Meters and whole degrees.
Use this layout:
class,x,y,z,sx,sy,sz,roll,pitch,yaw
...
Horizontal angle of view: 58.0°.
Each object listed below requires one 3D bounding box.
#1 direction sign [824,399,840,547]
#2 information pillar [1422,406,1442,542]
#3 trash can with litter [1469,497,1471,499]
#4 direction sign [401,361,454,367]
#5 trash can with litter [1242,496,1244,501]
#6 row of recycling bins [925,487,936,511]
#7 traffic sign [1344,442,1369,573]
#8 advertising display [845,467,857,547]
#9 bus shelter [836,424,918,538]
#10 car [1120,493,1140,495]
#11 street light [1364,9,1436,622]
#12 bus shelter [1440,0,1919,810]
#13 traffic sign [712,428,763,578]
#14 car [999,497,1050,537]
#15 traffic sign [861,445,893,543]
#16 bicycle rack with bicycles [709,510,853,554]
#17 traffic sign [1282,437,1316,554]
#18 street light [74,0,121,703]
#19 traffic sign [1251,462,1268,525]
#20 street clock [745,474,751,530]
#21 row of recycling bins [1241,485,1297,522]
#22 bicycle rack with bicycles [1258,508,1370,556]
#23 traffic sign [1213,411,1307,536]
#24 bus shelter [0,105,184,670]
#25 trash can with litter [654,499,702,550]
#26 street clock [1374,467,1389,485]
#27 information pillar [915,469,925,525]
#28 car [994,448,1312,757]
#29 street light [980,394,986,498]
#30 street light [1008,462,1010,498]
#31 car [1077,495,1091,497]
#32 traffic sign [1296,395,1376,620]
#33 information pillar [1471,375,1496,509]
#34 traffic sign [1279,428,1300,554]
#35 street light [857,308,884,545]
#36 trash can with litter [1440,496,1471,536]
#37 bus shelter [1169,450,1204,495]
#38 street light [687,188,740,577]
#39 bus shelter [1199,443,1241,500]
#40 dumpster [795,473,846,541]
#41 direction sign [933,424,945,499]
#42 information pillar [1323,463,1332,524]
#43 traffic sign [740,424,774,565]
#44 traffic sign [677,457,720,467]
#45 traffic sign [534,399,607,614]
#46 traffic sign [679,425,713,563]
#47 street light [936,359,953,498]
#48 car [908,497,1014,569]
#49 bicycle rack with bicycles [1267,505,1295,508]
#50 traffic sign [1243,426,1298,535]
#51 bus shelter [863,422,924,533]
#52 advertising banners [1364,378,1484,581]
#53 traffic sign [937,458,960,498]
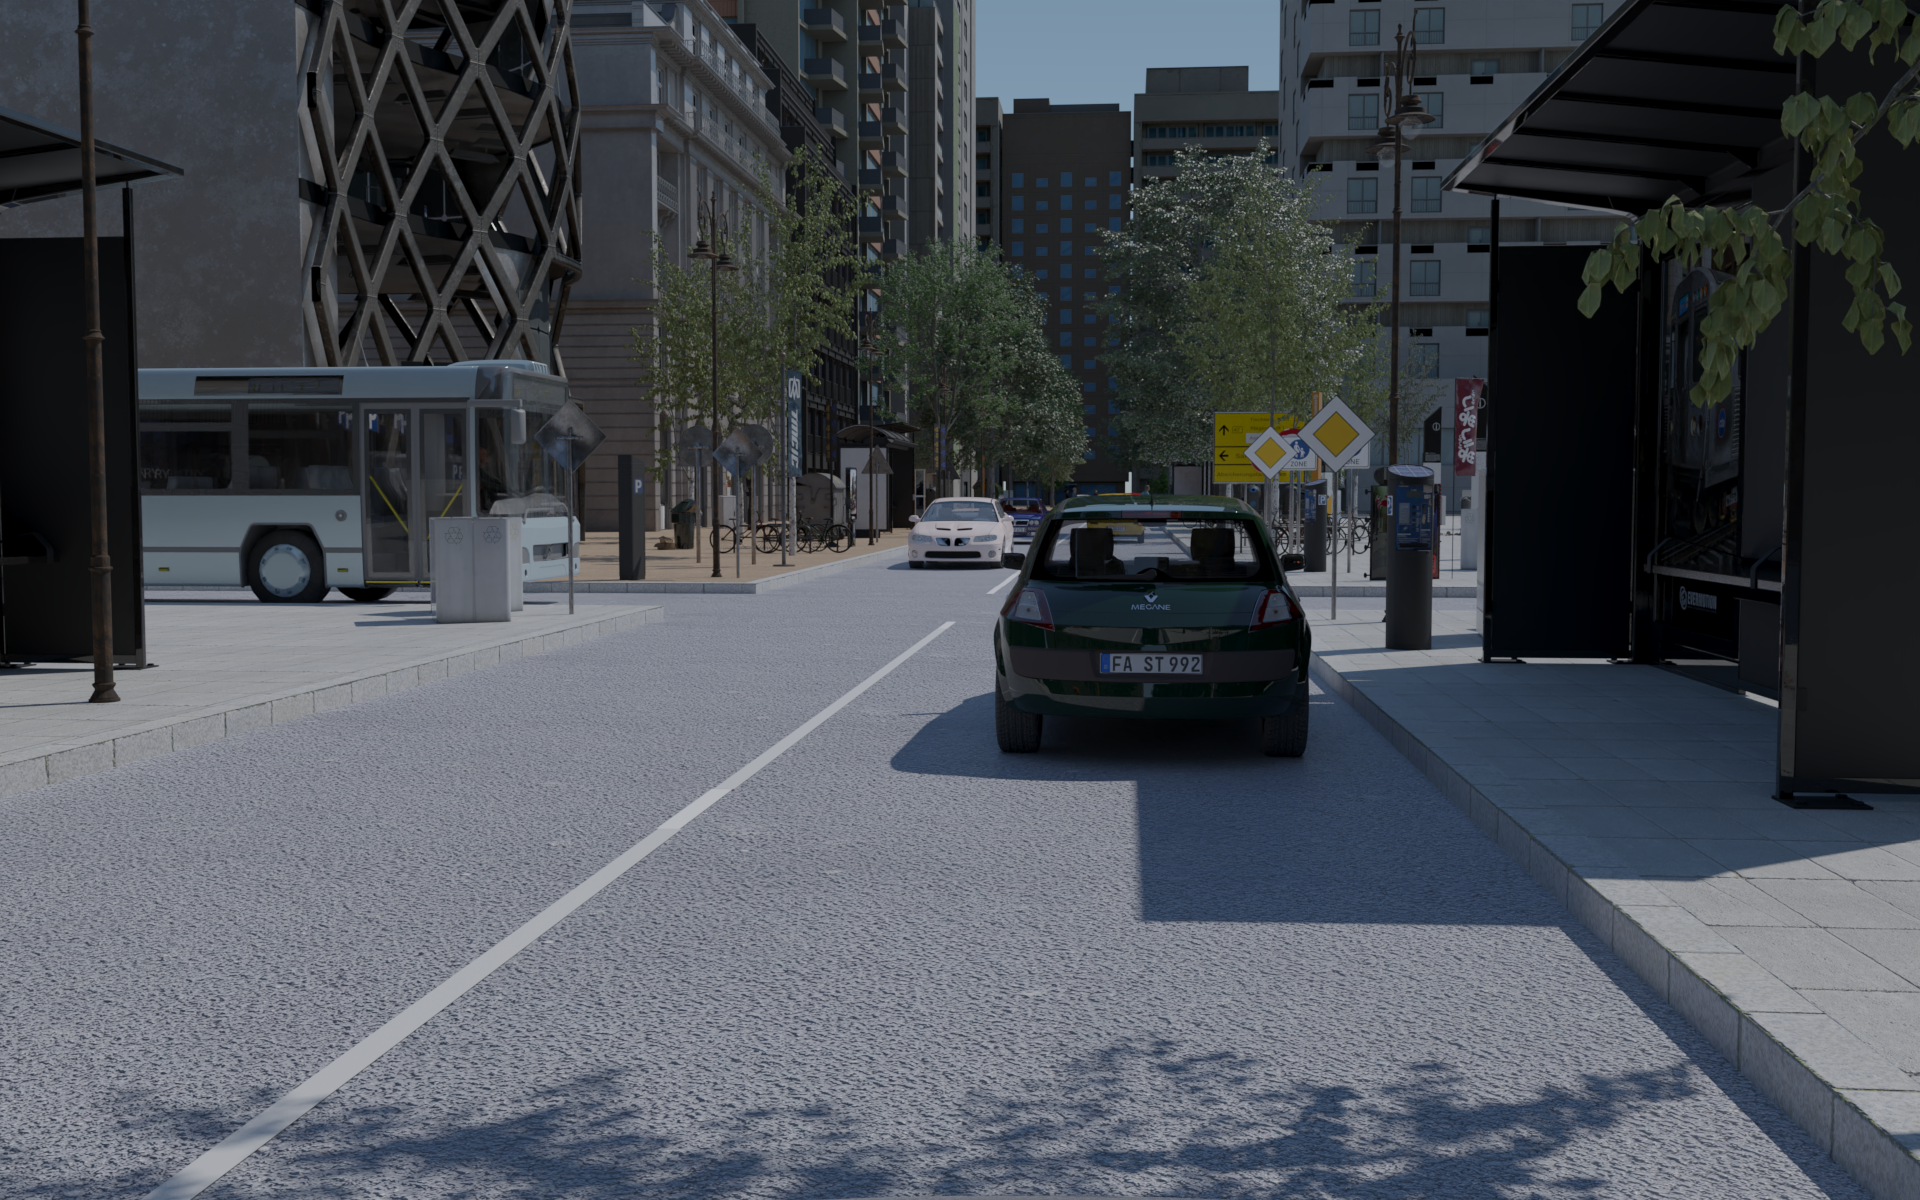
class,x,y,z,sx,sy,sz,roll,pitch,yaw
direction sign,-3.109,-3.052,41.904,0.379,3.537,0.876,-1,4,-20
information pillar,12.535,-3.340,45.963,0.504,3.616,0.183,-1,4,-10
trash can with litter,28.136,-5.077,94.388,1.055,1.170,0.624,-3,5,-40
direction sign,-9.099,-2.307,29.718,0.876,3.537,0.379,-2,4,-24
trash can with litter,13.741,-4.489,84.781,0.624,1.170,1.055,1,4,12
row of recycling bins,-2.516,-5.459,96.362,3.534,1.692,1.069,3,5,39
traffic sign,6.325,-1.589,28.110,0.606,2.300,0.079,0,4,6
advertising display,-2.638,-2.253,42.053,0.123,1.923,0.974,0,4,6
bus shelter,-2.616,-3.612,52.986,2.014,3.302,5.546,0,4,6
car,8.243,-4.587,84.031,2.155,1.783,4.494,0,4,5
street light,4.320,-2.715,17.186,0.468,5.910,1.993,0,4,5
bus shelter,4.195,-1.148,10.053,1.731,3.624,6.357,0,4,5
traffic sign,-3.383,-1.390,26.363,0.795,2.450,0.064,0,4,5
car,1.750,-2.333,50.725,1.945,1.354,3.894,0,4,6
traffic sign,-2.186,-2.791,45.638,0.884,2.594,0.081,1,4,15
bicycle rack with bicycles,-3.711,-1.511,38.080,2.925,0.926,2.852,1,4,16
traffic sign,5.914,-1.720,30.258,0.606,2.300,0.079,1,4,12
street light,-5.288,-2.308,10.526,0.468,5.910,1.993,0,4,5
traffic sign,7.440,-2.569,42.115,0.768,2.556,0.104,1,4,14
street clock,-7.395,-3.454,61.035,0.358,2.002,0.471,0,4,0
row of recycling bins,14.167,-4.545,81.420,3.534,1.692,1.069,0,4,5
bicycle rack with bicycles,7.345,-1.429,36.752,2.925,0.926,2.852,-1,4,-13
traffic sign,7.350,-2.978,42.561,2.265,3.308,0.079,1,4,13
bus shelter,-6.753,-1.123,9.650,1.731,3.624,6.357,0,4,5
trash can with litter,-6.519,-1.750,40.001,0.624,1.170,1.055,3,4,39
street clock,11.248,-2.534,46.007,0.471,2.002,0.358,0,4,-6
information pillar,-1.178,-2.850,51.090,0.304,2.012,0.304,0,4,1
car,1.208,-0.069,10.910,2.009,1.686,4.222,0,4,6
street light,0.973,-6.365,76.850,0.468,5.910,1.993,0,4,5
street light,2.650,-7.375,93.376,0.468,5.910,1.993,0,4,5
car,9.829,-7.706,138.355,2.083,1.381,4.827,0,4,3
traffic sign,3.815,-0.856,17.636,0.795,2.450,0.064,0,4,5
information pillar,10.272,-2.607,33.976,0.504,3.616,0.183,1,4,22
traffic sign,6.435,-2.049,33.611,0.768,2.556,0.104,0,4,7
street light,-2.217,-4.301,43.109,0.468,5.910,1.993,0,4,5
trash can with litter,15.436,-2.616,53.829,1.678,1.210,2.233,3,5,43
bus shelter,10.909,-5.375,81.811,2.014,3.302,5.546,0,4,6
street light,-3.759,-3.289,26.571,0.468,5.910,1.993,0,4,5
bus shelter,11.113,-5.787,72.243,2.179,5.291,8.768,0,4,5
dumpster,-3.886,-2.570,47.785,1.264,1.857,1.865,0,4,5
direction sign,-0.667,-3.915,56.008,0.379,3.537,0.876,1,4,23
information pillar,14.204,-4.622,66.918,0.504,3.616,0.183,-3,5,-42
traffic sign,-3.755,-1.917,31.455,0.768,2.556,0.104,1,4,15
traffic sign,-5.082,-2.055,33.609,0.884,2.594,0.081,1,4,14
traffic sign,-4.141,-0.903,18.414,0.795,2.450,0.064,0,4,5
traffic sign,-4.868,-1.961,32.174,0.768,2.556,0.104,1,4,11
street light,-0.535,-5.312,59.635,0.468,5.910,1.993,0,4,5
car,0.072,-1.377,34.879,2.083,1.381,4.827,0,4,5
bicycle rack with bicycles,10.092,-2.578,55.525,2.925,0.926,2.852,3,4,37
traffic sign,4.574,-1.342,25.586,0.795,2.450,0.064,0,4,5
bus shelter,-2.426,-4.174,59.527,1.731,3.624,6.357,0,4,5
advertising banners,6.971,-1.820,25.941,2.074,3.025,0.090,-1,4,-21
traffic sign,-0.412,-3.858,63.076,0.884,2.594,0.081,1,4,14
